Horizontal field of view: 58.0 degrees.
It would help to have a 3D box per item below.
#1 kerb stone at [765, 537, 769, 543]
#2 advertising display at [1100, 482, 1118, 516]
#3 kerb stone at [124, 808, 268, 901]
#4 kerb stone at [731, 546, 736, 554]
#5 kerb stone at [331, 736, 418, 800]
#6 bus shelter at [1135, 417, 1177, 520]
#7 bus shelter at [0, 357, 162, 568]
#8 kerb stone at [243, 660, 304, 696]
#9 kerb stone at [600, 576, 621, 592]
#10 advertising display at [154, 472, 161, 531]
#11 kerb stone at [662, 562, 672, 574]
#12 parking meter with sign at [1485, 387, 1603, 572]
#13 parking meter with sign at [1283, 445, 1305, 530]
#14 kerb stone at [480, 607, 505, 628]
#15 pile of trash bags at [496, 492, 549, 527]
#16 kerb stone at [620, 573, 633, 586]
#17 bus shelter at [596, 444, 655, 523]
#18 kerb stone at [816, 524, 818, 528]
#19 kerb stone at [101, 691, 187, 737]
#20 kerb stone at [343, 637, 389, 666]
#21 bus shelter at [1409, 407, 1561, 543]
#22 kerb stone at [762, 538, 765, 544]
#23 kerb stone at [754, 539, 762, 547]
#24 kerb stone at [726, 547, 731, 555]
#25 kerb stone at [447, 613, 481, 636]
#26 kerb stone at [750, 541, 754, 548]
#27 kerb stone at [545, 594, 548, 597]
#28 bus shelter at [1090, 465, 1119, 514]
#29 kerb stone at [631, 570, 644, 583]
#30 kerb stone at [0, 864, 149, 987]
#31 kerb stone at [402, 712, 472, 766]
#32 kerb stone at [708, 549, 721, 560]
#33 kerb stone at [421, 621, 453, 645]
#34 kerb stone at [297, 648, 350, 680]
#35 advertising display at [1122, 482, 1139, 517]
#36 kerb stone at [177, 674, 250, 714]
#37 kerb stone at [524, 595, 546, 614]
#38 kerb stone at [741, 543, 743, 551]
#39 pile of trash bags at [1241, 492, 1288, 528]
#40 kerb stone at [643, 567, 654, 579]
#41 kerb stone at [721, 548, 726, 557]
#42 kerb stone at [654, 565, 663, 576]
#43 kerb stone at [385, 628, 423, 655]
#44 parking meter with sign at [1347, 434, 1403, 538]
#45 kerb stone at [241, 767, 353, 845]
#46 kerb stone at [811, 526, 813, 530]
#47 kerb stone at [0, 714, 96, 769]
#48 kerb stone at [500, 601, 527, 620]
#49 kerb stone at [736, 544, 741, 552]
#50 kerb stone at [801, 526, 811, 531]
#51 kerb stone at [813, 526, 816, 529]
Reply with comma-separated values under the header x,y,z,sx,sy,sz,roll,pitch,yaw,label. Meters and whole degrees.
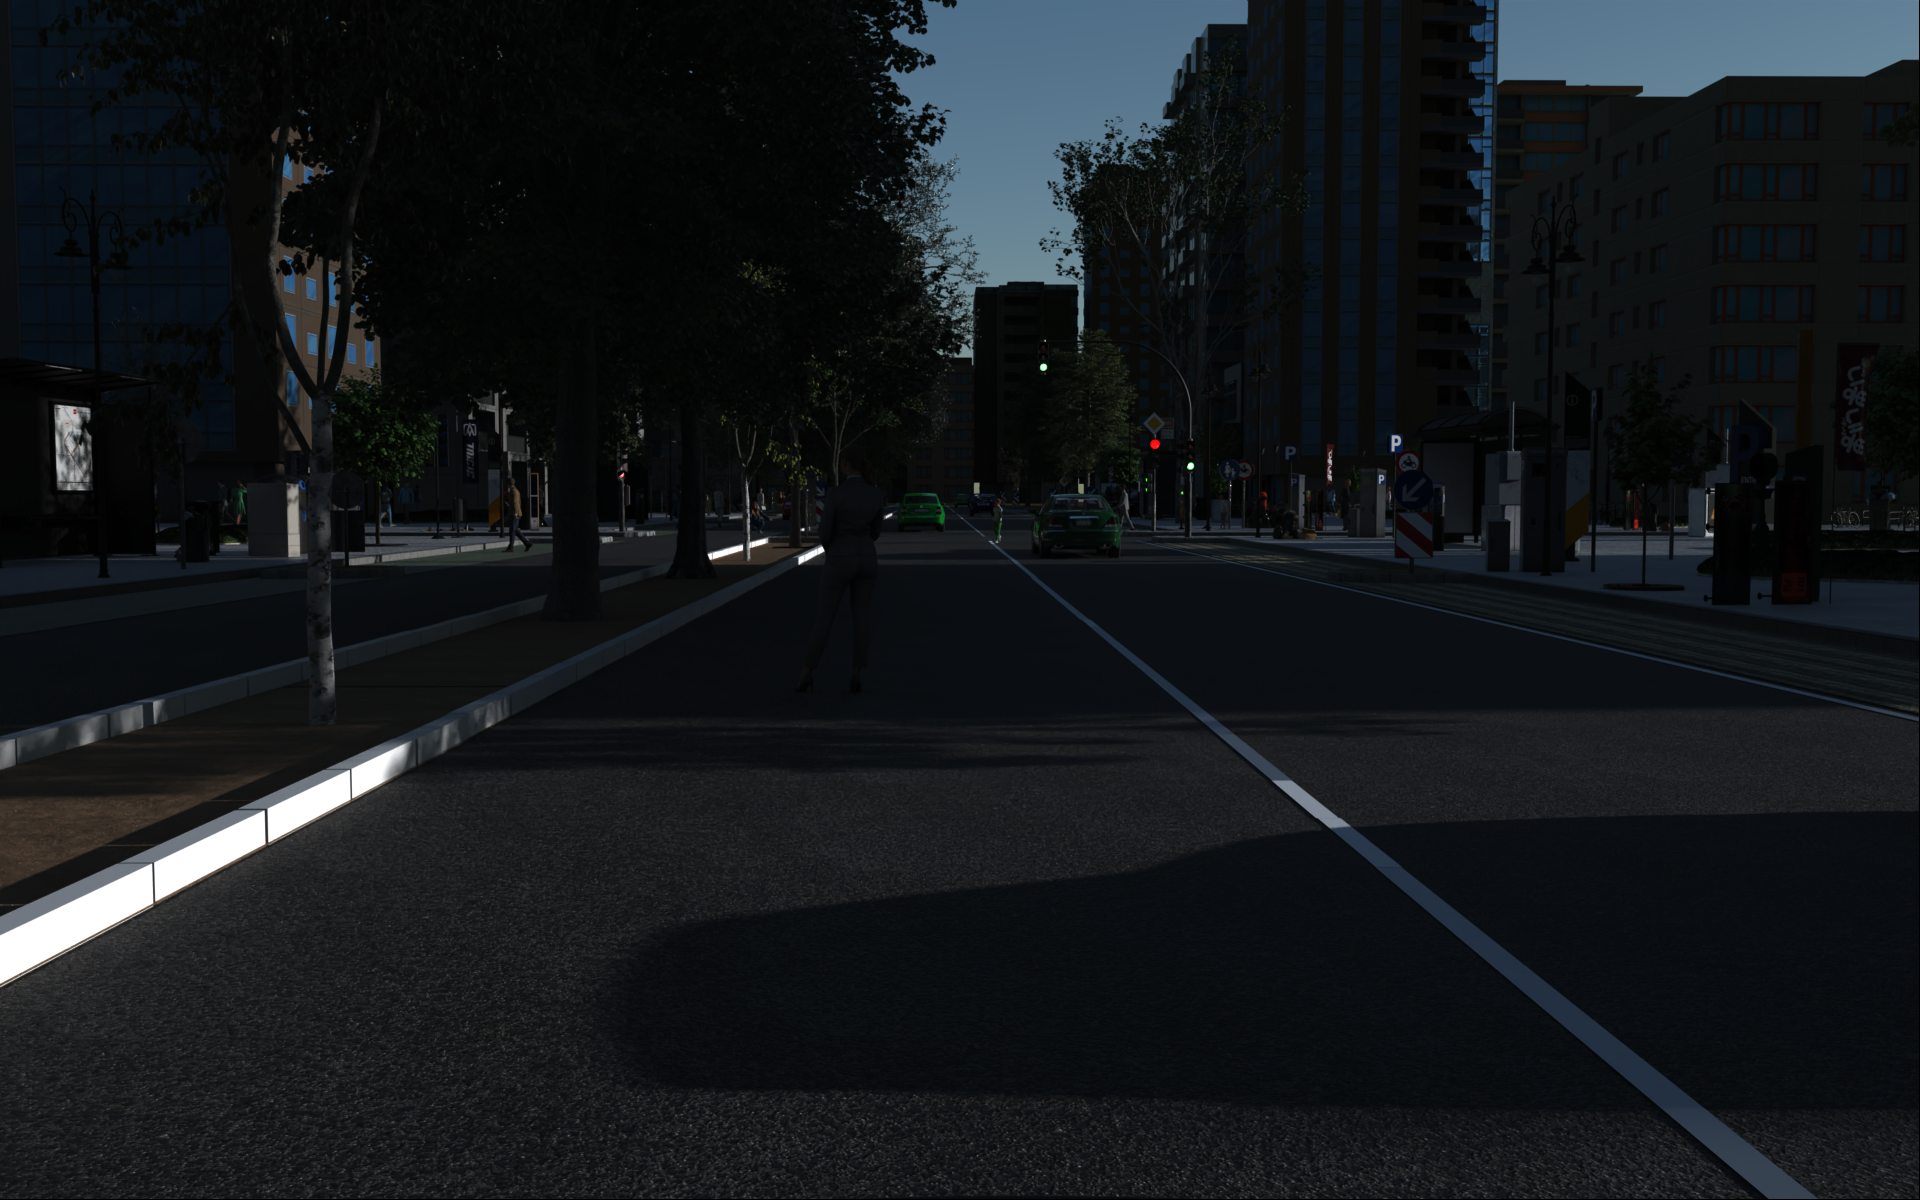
x,y,z,sx,sy,sz,roll,pitch,yaw,label
-5.660,-1.673,49.583,0.120,0.150,1.000,0,4,-1,kerb stone
8.250,-5.539,95.779,0.974,1.923,0.123,0,4,7,advertising display
-2.877,0.959,6.539,0.120,0.150,1.000,0,4,-1,kerb stone
-5.525,-1.174,41.398,0.120,0.150,1.000,0,4,-1,kerb stone
-2.907,0.833,8.584,0.120,0.150,1.000,0,4,-1,kerb stone
10.178,-6.768,88.280,2.179,5.291,8.768,0,4,-1,bus shelter
-17.111,-2.539,32.793,1.731,3.624,6.357,0,4,-1,bus shelter
-5.070,0.581,12.689,0.120,0.150,1.000,0,4,-1,kerb stone
-5.285,-0.234,26.038,0.120,0.150,1.000,0,4,-1,kerb stone
-24.203,-2.833,51.538,0.974,1.923,0.123,1,4,19,advertising display
-5.366,-0.548,31.163,0.120,0.150,1.000,0,4,-1,kerb stone
9.616,-1.977,28.586,1.738,3.016,0.543,1,4,10,parking meter with sign
12.247,-4.075,62.882,0.543,3.016,1.738,2,4,28,parking meter with sign
-5.163,0.211,18.850,0.120,0.150,1.000,0,4,-1,kerb stone
-17.485,-3.567,68.069,1.912,1.369,3.447,-2,4,-29,pile of trash bags
-5.296,-0.298,27.062,0.120,0.150,1.000,0,4,-1,kerb stone
-15.628,-5.499,81.190,1.731,3.624,6.357,0,4,-1,bus shelter
-5.986,-2.961,70.613,0.120,0.150,1.000,0,4,-1,kerb stone
-5.036,0.707,10.629,0.120,0.150,1.000,0,4,-1,kerb stone
-5.105,0.455,14.749,0.120,0.150,1.000,0,4,-1,kerb stone
12.902,-3.002,43.008,2.014,3.302,5.546,0,4,-1,bus shelter
-5.643,-1.610,48.560,0.120,0.150,1.000,0,4,-1,kerb stone
-5.622,-1.550,47.538,0.120,0.150,1.000,0,4,-1,kerb stone
-5.511,-1.112,40.376,0.120,0.150,1.000,0,4,-1,kerb stone
-5.149,0.268,17.826,0.120,0.150,1.000,0,4,-1,kerb stone
-5.601,-1.425,45.487,0.120,0.150,1.000,0,4,-1,kerb stone
-5.217,0.016,21.927,0.120,0.150,1.000,0,4,-1,kerb stone
9.330,-6.957,107.671,2.014,3.302,5.546,0,4,-1,bus shelter
-5.314,-0.360,28.084,0.120,0.150,1.000,0,4,-1,kerb stone
-2.857,1.020,5.517,0.120,0.150,1.000,0,4,-1,kerb stone
-2.918,0.773,9.606,0.120,0.150,1.000,0,4,-1,kerb stone
-5.470,-0.987,38.327,0.120,0.150,1.000,0,4,-1,kerb stone
-5.137,0.338,16.795,0.120,0.150,1.000,0,4,-1,kerb stone
-5.085,0.518,13.719,0.120,0.150,1.000,0,4,-1,kerb stone
9.356,-5.502,95.170,0.974,1.923,0.123,-1,4,-21,advertising display
-5.057,0.645,11.654,0.120,0.150,1.000,0,4,-1,kerb stone
-5.198,0.079,20.901,0.120,0.150,1.000,0,4,-1,kerb stone
-5.557,-1.294,43.442,0.120,0.150,1.000,0,4,-1,kerb stone
11.672,-3.450,66.165,1.912,1.369,3.447,0,4,2,pile of trash bags
-5.332,-0.423,29.105,0.120,0.150,1.000,0,4,-1,kerb stone
-5.489,-1.043,39.355,0.120,0.150,1.000,0,4,-1,kerb stone
-5.352,-0.485,30.133,0.120,0.150,1.000,0,4,-1,kerb stone
-5.121,0.393,15.772,0.120,0.150,1.000,0,4,-1,kerb stone
12.190,-3.354,51.103,0.543,3.016,1.738,-2,4,-33,parking meter with sign
-2.891,0.895,7.562,0.120,0.150,1.000,0,4,-1,kerb stone
-5.940,-2.771,67.534,0.120,0.150,1.000,0,4,-1,kerb stone
-5.025,0.770,9.606,0.120,0.150,1.000,0,4,-1,kerb stone
-5.183,0.142,19.880,0.120,0.150,1.000,0,4,-1,kerb stone
-5.542,-1.237,42.420,0.120,0.150,1.000,0,4,-1,kerb stone
-5.924,-2.710,66.503,0.120,0.150,1.000,0,4,-1,kerb stone
-5.979,-2.899,69.591,0.120,0.150,1.000,0,4,-1,kerb stone
